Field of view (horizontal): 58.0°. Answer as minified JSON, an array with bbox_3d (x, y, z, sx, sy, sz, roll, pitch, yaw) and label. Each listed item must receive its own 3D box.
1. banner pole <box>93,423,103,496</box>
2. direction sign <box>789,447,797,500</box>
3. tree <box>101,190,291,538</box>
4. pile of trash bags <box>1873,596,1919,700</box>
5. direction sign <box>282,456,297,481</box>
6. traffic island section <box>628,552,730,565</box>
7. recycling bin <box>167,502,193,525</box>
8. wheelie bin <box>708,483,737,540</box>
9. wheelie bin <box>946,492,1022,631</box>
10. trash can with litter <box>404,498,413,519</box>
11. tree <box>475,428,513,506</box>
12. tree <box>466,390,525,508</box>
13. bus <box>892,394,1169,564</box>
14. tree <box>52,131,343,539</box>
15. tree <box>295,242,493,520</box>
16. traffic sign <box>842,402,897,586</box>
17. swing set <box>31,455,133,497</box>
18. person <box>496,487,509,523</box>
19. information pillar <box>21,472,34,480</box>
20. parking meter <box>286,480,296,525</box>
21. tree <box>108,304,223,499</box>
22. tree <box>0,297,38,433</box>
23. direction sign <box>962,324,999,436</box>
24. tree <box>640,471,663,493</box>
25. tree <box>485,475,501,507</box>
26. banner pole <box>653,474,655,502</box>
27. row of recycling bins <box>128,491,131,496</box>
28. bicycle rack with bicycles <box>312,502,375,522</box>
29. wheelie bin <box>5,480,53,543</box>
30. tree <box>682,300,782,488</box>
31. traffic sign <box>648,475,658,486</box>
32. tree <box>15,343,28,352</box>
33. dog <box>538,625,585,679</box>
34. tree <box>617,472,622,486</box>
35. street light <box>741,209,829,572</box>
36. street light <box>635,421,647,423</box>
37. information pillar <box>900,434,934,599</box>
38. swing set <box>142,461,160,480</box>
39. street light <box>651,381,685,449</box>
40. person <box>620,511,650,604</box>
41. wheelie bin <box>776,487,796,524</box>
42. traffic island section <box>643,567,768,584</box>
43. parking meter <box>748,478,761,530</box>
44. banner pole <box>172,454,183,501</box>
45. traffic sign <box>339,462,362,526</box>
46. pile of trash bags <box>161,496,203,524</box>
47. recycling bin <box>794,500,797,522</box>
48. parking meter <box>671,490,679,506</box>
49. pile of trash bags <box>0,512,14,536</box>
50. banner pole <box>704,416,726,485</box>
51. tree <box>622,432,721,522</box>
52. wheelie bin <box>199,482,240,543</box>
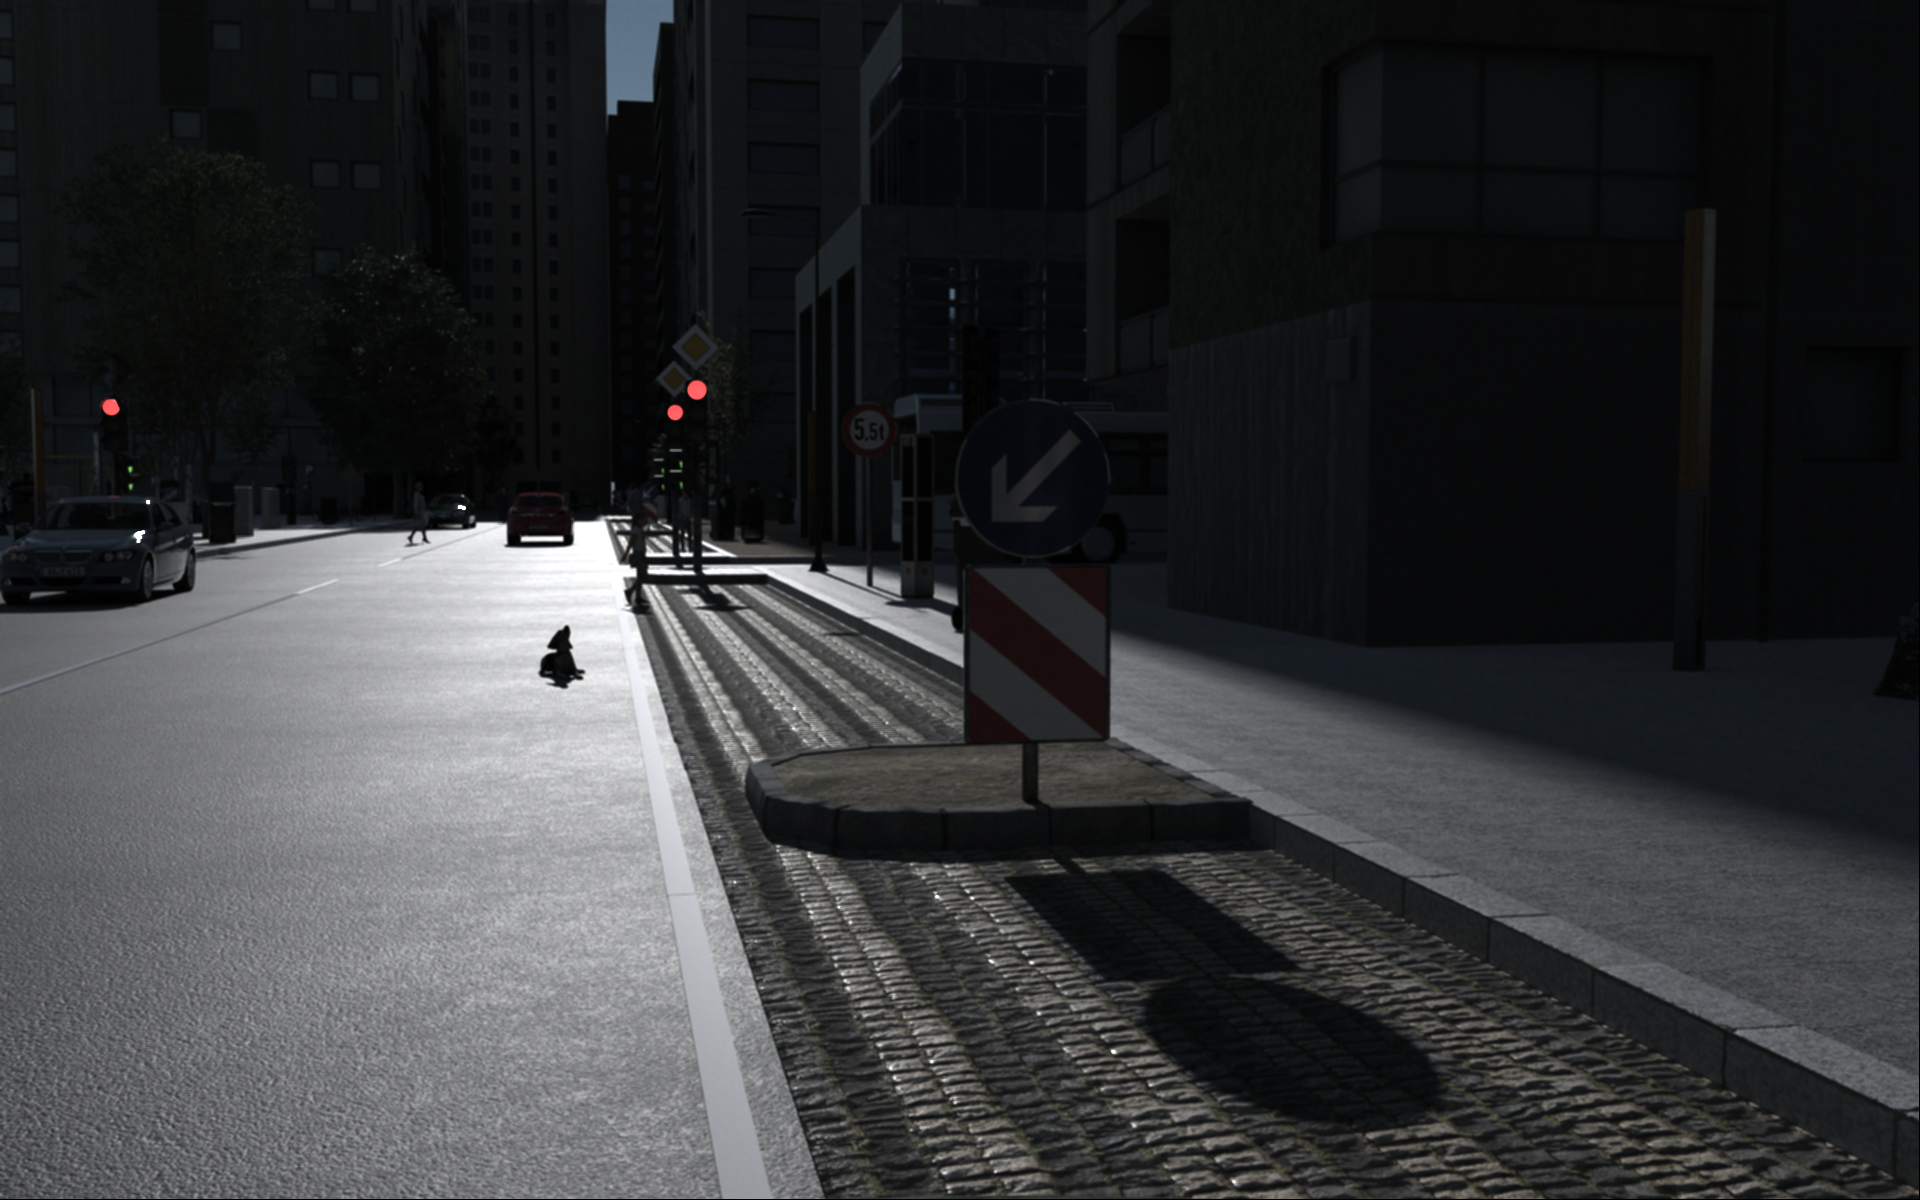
[{"bbox_3d":[-30.308,-4.338,60.951,0.863,3.779,0.401,3,5,44],"label":"banner pole"},{"bbox_3d":[-7.948,-5.622,83.920,0.379,3.537,0.876,3,5,44],"label":"direction sign"},{"bbox_3d":[-18.955,-5.628,42.380,4.737,8.622,4.395,0,3,0],"label":"tree"},{"bbox_3d":[7.632,-0.090,11.220,3.447,1.369,1.912,-2,4,-34],"label":"pile of trash bags"},{"bbox_3d":[-39.497,-6.734,102.090,0.876,3.537,0.379,0,4,3],"label":"direction sign"},{"bbox_3d":[-5.971,-0.873,36.558,2.009,0.180,2.903,-1,4,-12],"label":"traffic island section"},{"bbox_3d":[-25.339,-2.657,55.999,0.722,1.027,0.722,2,4,33],"label":"recycling bin"},{"bbox_3d":[-6.721,-2.519,49.096,0.693,1.594,0.980,-2,4,-31],"label":"wheelie bin"},{"bbox_3d":[0.310,-0.514,16.304,0.980,1.594,0.693,2,4,29],"label":"wheelie bin"},{"bbox_3d":[-28.350,-4.704,88.295,0.624,1.170,1.055,1,4,8],"label":"trash can with litter"},{"bbox_3d":[-47.705,-13.907,177.737,4.737,8.622,4.395,0,3,0],"label":"tree"},{"bbox_3d":[-42.345,-13.484,154.869,8.767,10.594,7.601,3,5,44],"label":"tree"},{"bbox_3d":[5.391,-2.406,34.198,13.247,3.499,2.948,-1,4,-13],"label":"bus"},{"bbox_3d":[-21.688,-7.579,49.670,9.928,11.665,9.643,0,3,0],"label":"tree"},{"bbox_3d":[-28.189,-10.991,86.350,9.857,13.997,8.962,0,3,0],"label":"tree"},{"bbox_3d":[-1.259,-1.469,24.124,0.768,2.556,0.104,0,4,-2],"label":"traffic sign"},{"bbox_3d":[-37.202,-4.641,73.505,3.119,2.851,2.862,-1,4,-16],"label":"swing set"},{"bbox_3d":[-22.729,-4.721,86.116,0.576,1.772,0.534,-3,4,-38],"label":"person"},{"bbox_3d":[-31.097,-3.262,57.825,0.304,2.012,0.304,-1,4,-14],"label":"information pillar"},{"bbox_3d":[-27.989,-4.083,72.465,0.255,1.863,0.399,-3,5,-44],"label":"parking meter"},{"bbox_3d":[-30.544,-7.075,66.031,4.360,8.622,3.978,0,3,0],"label":"tree"},{"bbox_3d":[-36.354,-6.977,64.429,4.360,8.622,3.978,0,3,0],"label":"tree"},{"bbox_3d":[0.285,-1.929,23.536,0.379,3.537,0.876,2,4,33],"label":"direction sign"},{"bbox_3d":[-24.876,-8.825,138.897,1.663,3.219,1.824,0,3,0],"label":"tree"},{"bbox_3d":[-46.500,-10.855,172.085,1.663,3.219,1.824,0,3,0],"label":"tree"},{"bbox_3d":[-17.486,-6.663,98.960,0.401,3.779,0.863,0,4,-5],"label":"banner pole"},{"bbox_3d":[-40.716,-4.847,86.358,1.069,1.692,3.534,-1,4,-17],"label":"row of recycling bins"},{"bbox_3d":[-28.872,-4.143,81.125,2.925,0.926,2.852,-3,5,-43],"label":"bicycle rack with bicycles"},{"bbox_3d":[-21.521,-1.966,40.051,0.980,1.594,0.693,-2,4,-26],"label":"wheelie bin"},{"bbox_3d":[-8.919,-7.103,66.494,4.360,8.622,3.978,0,3,0],"label":"tree"},{"bbox_3d":[-18.407,-6.377,104.375,0.768,2.556,0.104,0,4,-3],"label":"traffic sign"},{"bbox_3d":[-44.436,-7.923,79.905,4.737,8.622,4.395,0,3,0],"label":"tree"},{"bbox_3d":[-3.101,0.395,13.734,0.550,0.427,0.748,1,4,16],"label":"dog"},{"bbox_3d":[-31.315,-11.251,167.668,4.285,4.588,4.351,0,3,0],"label":"tree"},{"bbox_3d":[-2.883,-3.424,28.528,1.470,5.913,1.316,-1,4,-12],"label":"street light"},{"bbox_3d":[-19.925,-8.405,109.964,1.470,5.913,1.316,-1,4,-12],"label":"street light"},{"bbox_3d":[-0.525,-1.030,21.336,0.304,2.012,0.304,-3,5,-40],"label":"information pillar"},{"bbox_3d":[-39.843,-5.188,82.445,3.119,2.851,2.862,-3,5,-42],"label":"swing set"},{"bbox_3d":[-11.869,-6.030,71.139,1.470,5.913,1.316,-1,4,-12],"label":"street light"},{"bbox_3d":[-4.252,-0.561,22.683,0.382,1.210,0.505,0,4,-7],"label":"person"},{"bbox_3d":[-7.409,-4.019,73.620,0.693,1.594,0.980,1,4,13],"label":"wheelie bin"},{"bbox_3d":[-4.330,-0.395,28.743,2.009,0.180,2.903,-1,4,-12],"label":"traffic island section"},{"bbox_3d":[-7.363,-3.448,62.080,0.399,1.863,0.255,1,4,17],"label":"parking meter"},{"bbox_3d":[-43.644,-6.526,96.711,0.863,3.779,0.401,1,4,13],"label":"banner pole"},{"bbox_3d":[-24.604,-4.276,69.917,0.884,2.594,0.081,0,4,-7],"label":"traffic sign"},{"bbox_3d":[-33.574,-3.928,73.981,1.912,1.369,3.447,1,4,12],"label":"pile of trash bags"},{"bbox_3d":[-7.208,-4.039,78.597,0.722,1.027,0.722,-3,5,-43],"label":"recycling bin"},{"bbox_3d":[-13.686,-4.570,83.137,0.372,1.533,0.369,0,3,0],"label":"parking meter"},{"bbox_3d":[-30.211,-2.673,53.464,1.912,1.369,3.447,1,4,21],"label":"pile of trash bags"},{"bbox_3d":[-7.813,-4.026,55.846,0.863,3.779,0.401,0,4,-1],"label":"banner pole"},{"bbox_3d":[-12.694,-5.855,79.436,4.285,4.588,4.351,0,3,0],"label":"tree"},{"bbox_3d":[-19.460,-2.300,45.520,0.980,1.594,0.693,-2,4,-30],"label":"wheelie bin"}]
